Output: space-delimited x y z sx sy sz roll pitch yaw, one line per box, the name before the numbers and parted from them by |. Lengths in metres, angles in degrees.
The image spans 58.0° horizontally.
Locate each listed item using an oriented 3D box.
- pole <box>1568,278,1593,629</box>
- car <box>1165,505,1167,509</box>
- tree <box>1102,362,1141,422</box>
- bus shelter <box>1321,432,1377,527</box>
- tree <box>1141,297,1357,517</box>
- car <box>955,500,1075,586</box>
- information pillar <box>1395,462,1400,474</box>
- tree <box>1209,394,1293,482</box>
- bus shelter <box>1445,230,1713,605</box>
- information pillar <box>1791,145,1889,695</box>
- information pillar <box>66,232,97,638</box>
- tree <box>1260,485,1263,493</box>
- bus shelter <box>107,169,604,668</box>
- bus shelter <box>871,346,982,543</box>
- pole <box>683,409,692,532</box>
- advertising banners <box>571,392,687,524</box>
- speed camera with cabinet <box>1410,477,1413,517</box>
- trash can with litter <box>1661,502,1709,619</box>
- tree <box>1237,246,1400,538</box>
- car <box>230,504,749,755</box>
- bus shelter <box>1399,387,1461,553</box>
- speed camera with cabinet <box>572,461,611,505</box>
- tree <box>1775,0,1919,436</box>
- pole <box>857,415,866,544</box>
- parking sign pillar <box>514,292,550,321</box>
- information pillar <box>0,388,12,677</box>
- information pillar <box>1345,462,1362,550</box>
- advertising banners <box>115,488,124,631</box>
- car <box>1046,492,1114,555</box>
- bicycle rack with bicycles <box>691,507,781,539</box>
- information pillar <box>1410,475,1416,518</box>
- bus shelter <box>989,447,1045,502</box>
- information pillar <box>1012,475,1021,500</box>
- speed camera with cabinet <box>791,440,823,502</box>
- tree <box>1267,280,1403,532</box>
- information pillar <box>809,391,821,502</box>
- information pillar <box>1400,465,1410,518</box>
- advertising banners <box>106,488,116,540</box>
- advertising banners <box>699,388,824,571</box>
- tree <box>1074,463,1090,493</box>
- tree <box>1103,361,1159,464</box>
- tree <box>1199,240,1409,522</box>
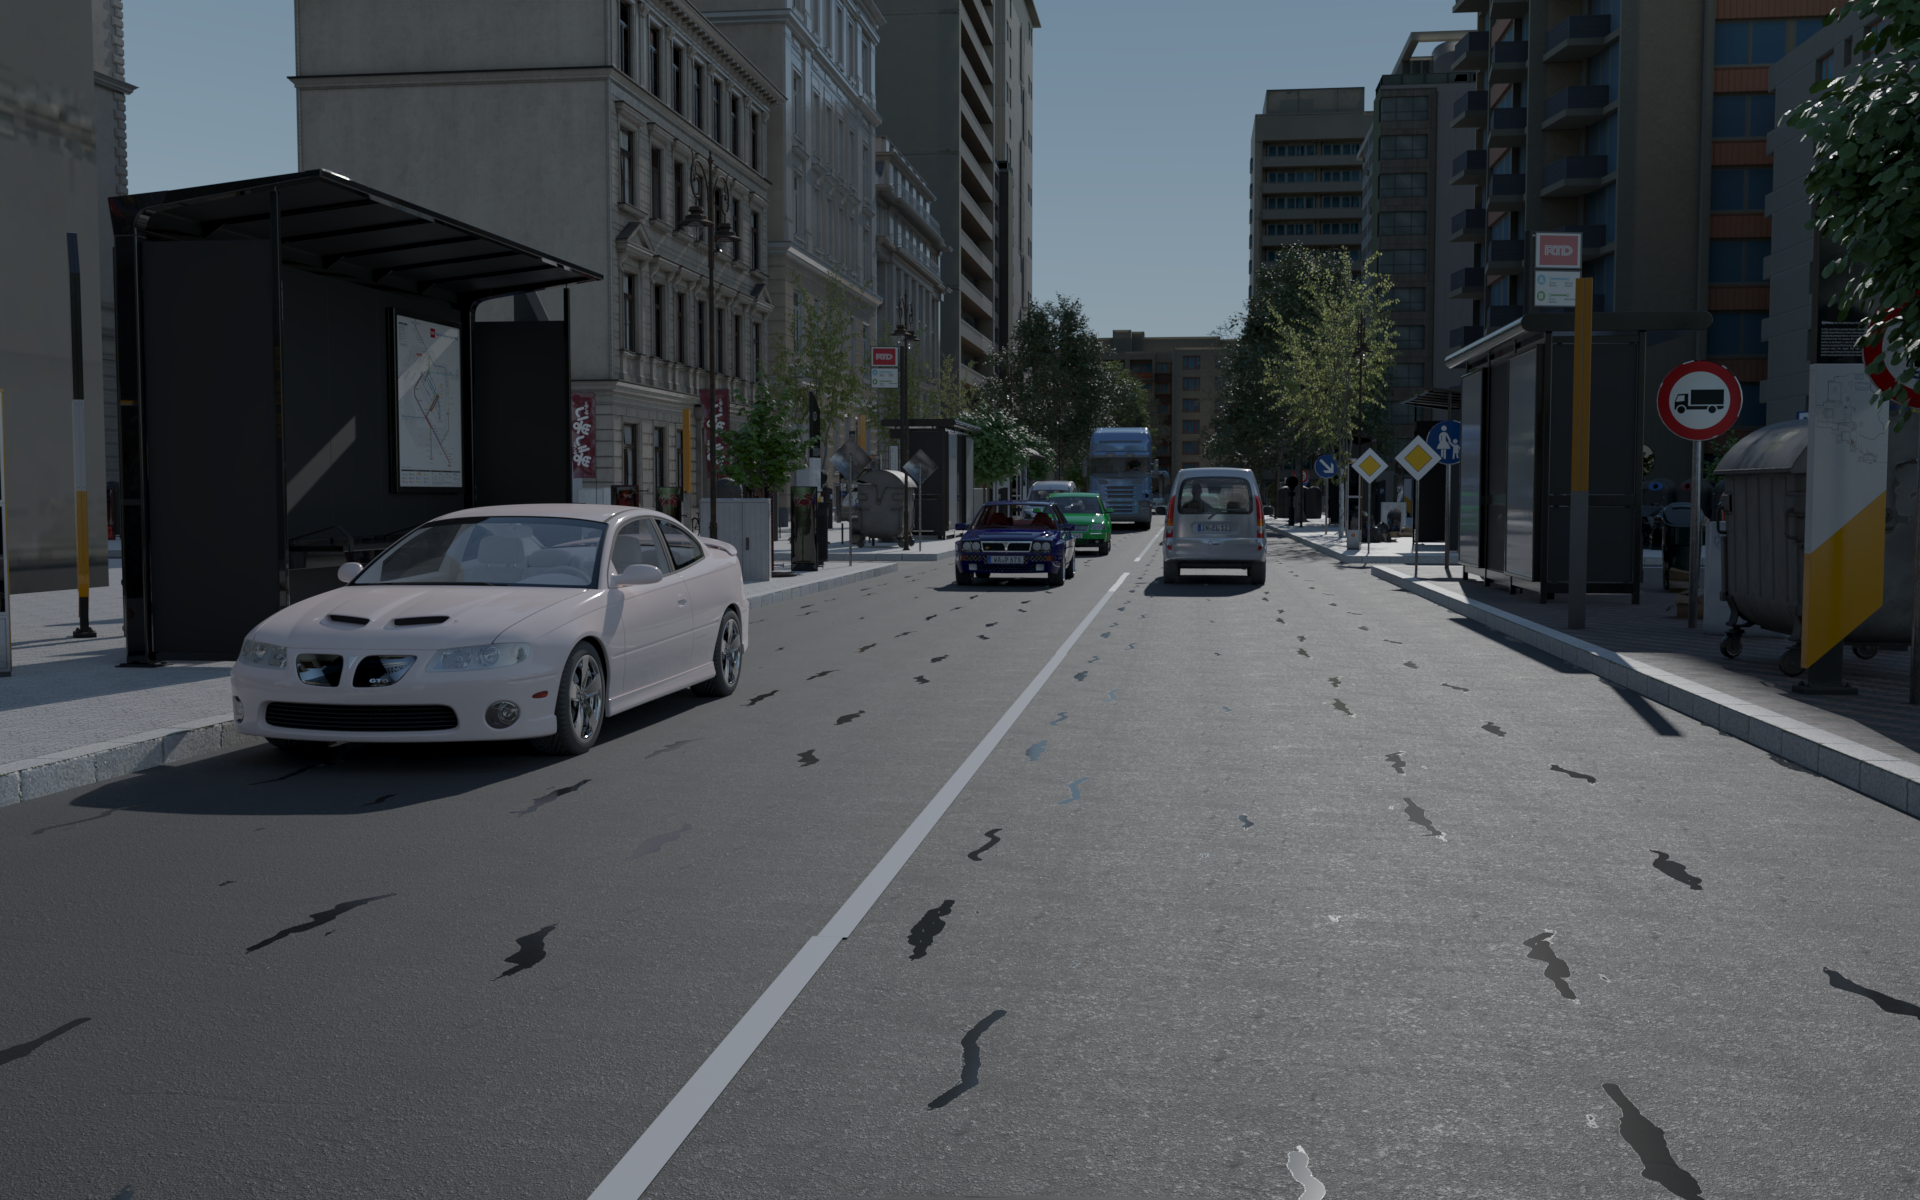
pole | 5.902 -1.384 16.477 0.158 3.312 0.155 0 3 0
car | 7.079 -2.635 51.878 1.959 1.807 4.718 0 4 8
tree | 14.812 -15.213 159.105 12.009 13.543 11.850 0 3 0
bus shelter | 15.310 -4.713 68.348 1.731 3.624 6.357 0 4 7
tree | 17.577 -11.303 95.176 12.009 13.543 11.850 0 3 0
car | 0.949 -0.970 28.441 1.945 1.354 3.894 0 4 7
information pillar | 28.001 -7.292 110.581 0.504 3.616 0.183 2 4 33
tree | 24.378 -13.195 141.492 9.928 11.665 9.643 0 3 0
bus shelter | 8.115 -2.849 24.209 2.179 5.291 8.768 0 4 7
information pillar | 5.648 -1.204 11.038 0.504 3.616 0.183 0 4 0
information pillar | -7.838 -1.471 15.405 0.183 3.616 0.504 -2 4 -29
tree | 25.500 -9.443 148.992 1.663 3.219 1.824 0 3 0
bus shelter | -5.069 -1.496 15.741 1.731 3.624 6.357 0 4 7
bus shelter | -0.993 -4.401 49.595 2.179 5.291 8.768 0 4 8
pole | -6.559 -2.923 41.628 0.158 3.312 0.155 0 3 0
advertising banners | -5.771 -2.066 29.963 2.074 3.025 0.090 -1 4 -19
speed camera with cabinet | 25.415 -6.261 96.706 0.660 3.252 2.038 3 5 41
trash can with litter | 7.793 -0.386 17.691 1.055 1.170 0.624 2 4 32
tree | 10.970 -6.128 50.557 4.360 8.622 3.978 0 3 0
car | -2.736 0.076 11.127 2.083 1.381 4.827 1 4 9
bus shelter | 11.615 -3.041 40.997 1.731 3.624 6.357 0 4 8
speed camera with cabinet | -10.039 -3.178 46.293 2.038 3.252 0.660 2 4 35
tree | 5.610 -1.498 8.199 4.285 4.588 4.351 0 3 0
pole | -2.549 -3.116 44.792 0.158 3.312 0.155 0 3 0
parking sign pillar | -5.055 -1.935 20.112 1.447 3.967 1.447 -2 4 -29
information pillar | -6.857 -0.466 12.107 0.304 2.012 0.304 -3 5 -41
information pillar | 9.084 -2.164 39.881 0.304 2.012 0.304 1 4 21
advertising banners | -7.299 -1.240 16.459 0.090 3.025 2.074 1 4 10
car | 2.774 -2.039 42.128 1.959 1.807 4.718 0 4 6
bicycle rack with bicycles | -6.617 -2.217 49.631 2.852 0.926 2.925 3 5 39
information pillar | 18.896 -4.900 71.469 0.183 3.616 0.504 -1 4 -12
bus shelter | 2.251 -4.722 71.136 2.014 3.302 5.546 0 4 8
information pillar | 2.089 -3.727 65.421 0.304 2.012 0.304 2 4 28
speed camera with cabinet | -5.351 -4.052 60.589 0.660 3.252 2.038 -1 4 -22
tree | 12.764 -6.637 58.877 4.737 8.622 4.395 0 3 0
information pillar | -3.330 -2.958 39.722 0.183 3.616 0.504 1 4 17
information pillar | 24.405 -6.307 94.471 0.504 3.616 0.183 1 4 19
advertising banners | -23.772 -3.183 48.232 2.074 3.025 0.090 0 4 2
advertising banners | -3.306 -1.991 28.734 2.074 3.025 0.090 0 4 4
tree | 8.474 -8.460 122.031 4.285 4.588 4.351 0 3 0
tree | 13.160 -13.986 146.791 7.486 12.596 7.792 0 3 0
tree | 15.483 -9.867 78.332 9.611 12.733 9.660 0 3 0
